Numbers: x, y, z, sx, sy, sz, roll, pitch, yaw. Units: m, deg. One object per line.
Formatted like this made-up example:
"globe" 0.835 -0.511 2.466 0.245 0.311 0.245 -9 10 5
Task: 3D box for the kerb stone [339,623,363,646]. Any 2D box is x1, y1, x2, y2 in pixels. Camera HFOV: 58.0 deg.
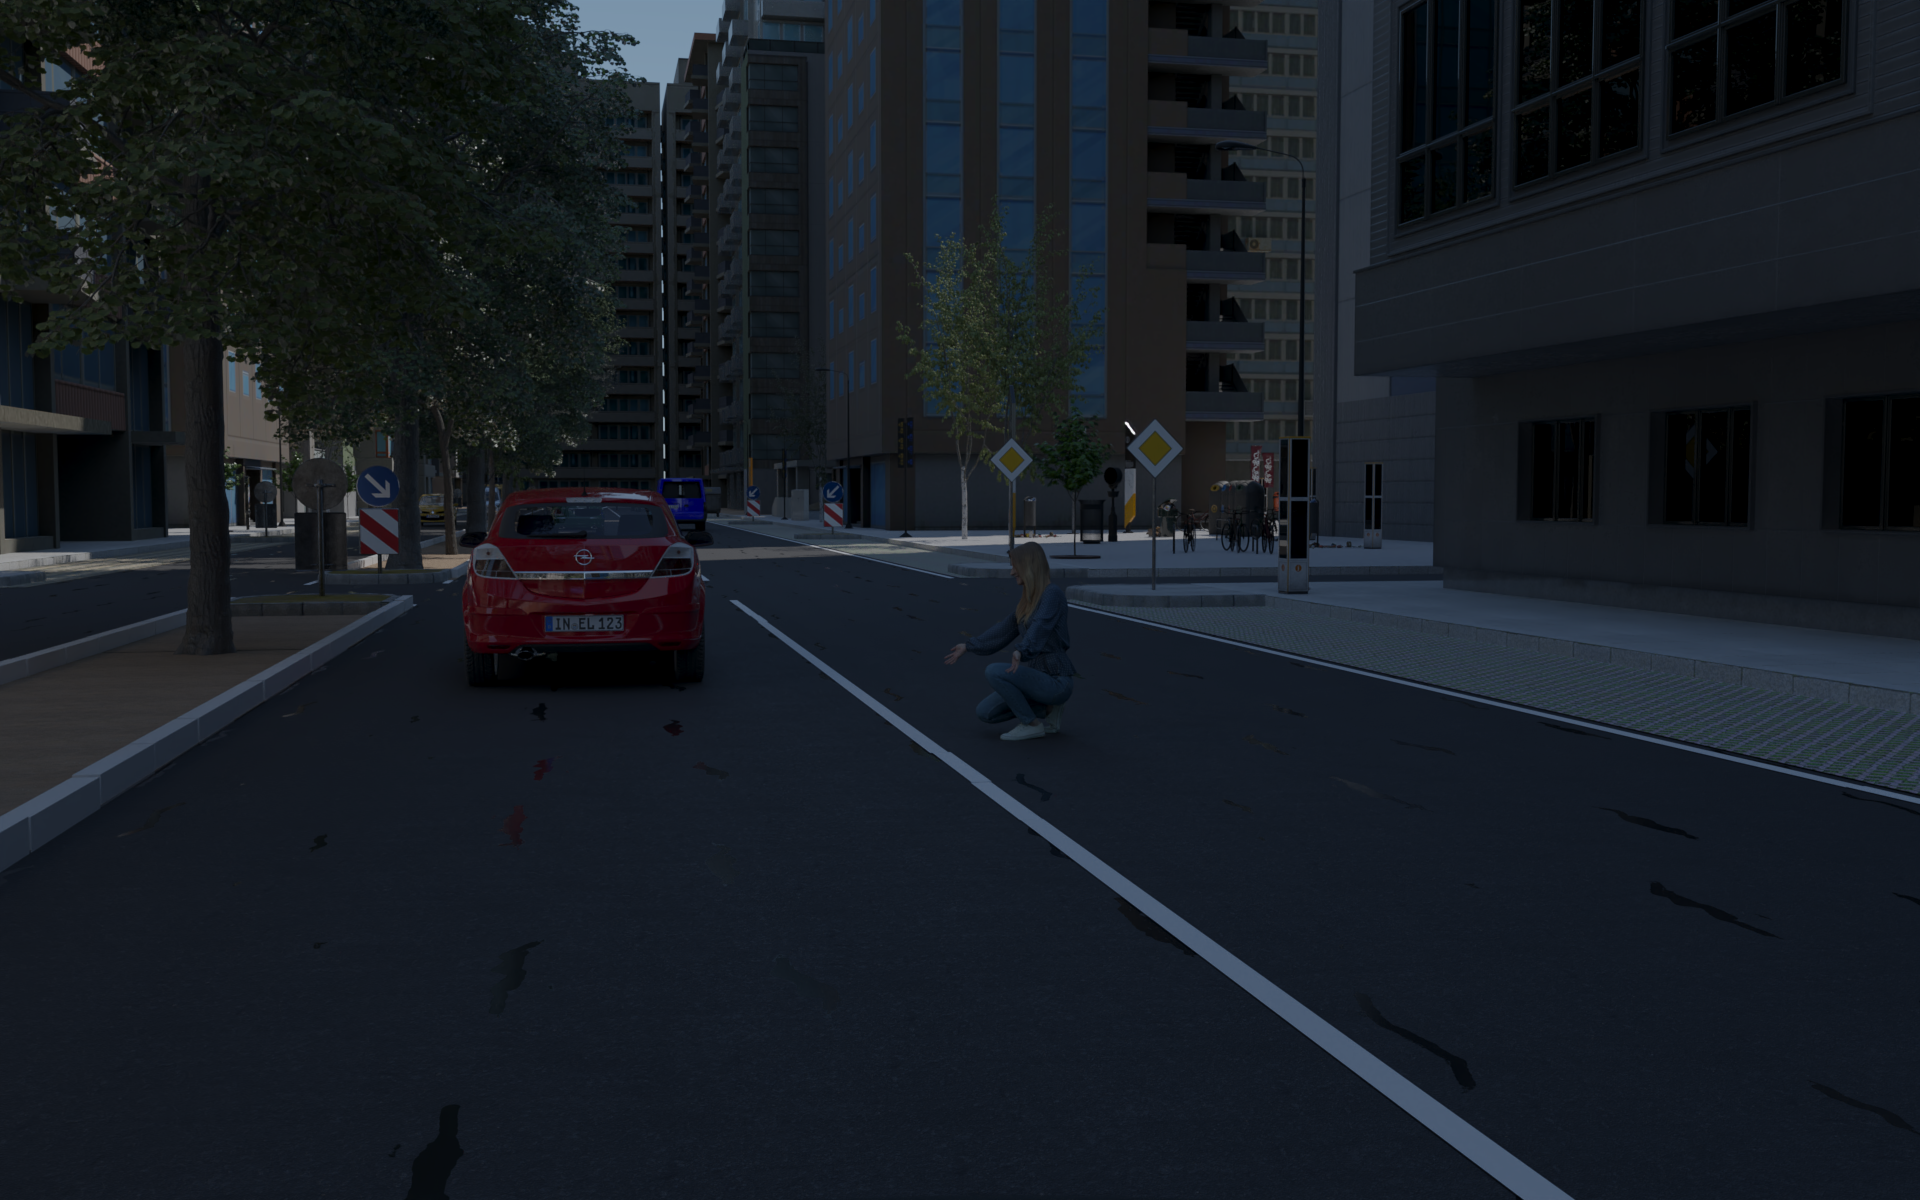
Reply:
"kerb stone" -5.818 0.356 16.433 0.120 0.150 1.000 -1 4 -12

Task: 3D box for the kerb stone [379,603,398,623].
"kerb stone" -6.458 0.173 19.439 0.120 0.150 1.000 -1 4 -12

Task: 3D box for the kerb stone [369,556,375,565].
"kerb stone" -11.847 -0.748 34.554 0.120 0.150 1.000 -1 4 -12

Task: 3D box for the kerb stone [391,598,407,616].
"kerb stone" -6.675 0.116 20.442 0.120 0.150 1.000 -1 4 -12

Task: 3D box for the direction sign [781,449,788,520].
"direction sign" -8.774 -5.784 86.564 0.379 3.537 0.876 0 4 6

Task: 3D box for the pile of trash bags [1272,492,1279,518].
"pile of trash bags" 13.951 -4.508 83.457 3.447 1.369 1.912 0 4 -1

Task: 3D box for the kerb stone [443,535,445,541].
"kerb stone" -15.487 -1.799 51.602 0.120 0.150 1.000 -1 4 -12

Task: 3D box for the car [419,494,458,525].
"car" -23.647 -4.150 78.076 2.015 1.641 3.980 -1 4 -13

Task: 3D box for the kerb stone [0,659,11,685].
"kerb stone" -7.232 0.562 13.000 0.120 0.150 1.000 -1 4 -12

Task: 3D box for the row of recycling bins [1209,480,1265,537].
"row of recycling bins" 8.552 -2.834 53.453 1.069 1.692 3.534 -1 4 -8

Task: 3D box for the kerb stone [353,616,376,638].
"kerb stone" -6.033 0.294 17.432 0.120 0.150 1.000 -1 4 -12

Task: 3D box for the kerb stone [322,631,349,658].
"kerb stone" -5.599 0.414 15.429 0.120 0.150 1.000 -1 4 -12

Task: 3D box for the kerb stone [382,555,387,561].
"kerb stone" -12.276 -0.879 36.565 0.120 0.150 1.000 -1 4 -12

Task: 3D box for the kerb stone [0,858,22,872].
"kerb stone" -3.661 0.966 6.395 0.120 0.150 1.000 -1 4 -12

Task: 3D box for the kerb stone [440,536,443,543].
"kerb stone" -15.283 -1.736 50.601 0.120 0.150 1.000 -1 4 -12

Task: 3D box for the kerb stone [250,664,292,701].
"kerb stone" -4.956 0.598 12.417 0.120 0.150 1.000 -1 4 -12

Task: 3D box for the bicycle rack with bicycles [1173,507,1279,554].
"bicycle rack with bicycles" 5.727 -1.511 38.089 2.852 0.926 2.925 0 4 8

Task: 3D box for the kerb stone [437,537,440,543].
"kerb stone" -15.069 -1.671 49.601 0.120 0.150 1.000 -1 4 -12

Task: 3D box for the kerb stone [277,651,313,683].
"kerb stone" -5.172 0.538 13.416 0.120 0.150 1.000 -1 4 -12

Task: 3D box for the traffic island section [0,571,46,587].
"traffic island section" -15.829 -0.313 27.404 2.009 0.180 2.903 -1 4 -12

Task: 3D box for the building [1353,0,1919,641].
"building" 14.909 -11.643 9.436 14.314 24.678 30.058 -1 4 -12

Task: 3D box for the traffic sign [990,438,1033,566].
"traffic sign" 0.914 -1.667 30.892 0.795 2.450 0.064 -1 4 -12

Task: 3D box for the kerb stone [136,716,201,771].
"kerb stone" -4.312 0.783 9.402 0.120 0.150 1.000 -1 4 -12

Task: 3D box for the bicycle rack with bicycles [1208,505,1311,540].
"bicycle rack with bicycles" 8.161 -2.073 47.284 2.852 0.926 2.925 0 4 -1

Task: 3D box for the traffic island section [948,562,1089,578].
"traffic island section" 0.935 -0.532 30.974 2.009 0.180 2.903 -1 4 -12

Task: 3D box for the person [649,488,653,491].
"person" -16.020 -4.933 89.998 0.563 1.720 0.643 -2 4 -31

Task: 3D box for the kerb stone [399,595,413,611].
"kerb stone" -6.885 0.046 21.445 0.120 0.150 1.000 -1 4 -12

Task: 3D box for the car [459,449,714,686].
"car" -3.122 -0.336 14.531 2.155 1.783 4.494 -1 4 -11

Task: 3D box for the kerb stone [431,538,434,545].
"kerb stone" -14.635 -1.554 47.598 0.120 0.150 1.000 -1 4 -12

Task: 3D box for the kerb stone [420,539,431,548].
"kerb stone" -14.417 -1.492 46.585 0.120 0.150 1.000 -1 4 -12

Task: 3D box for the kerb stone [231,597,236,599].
"kerb stone" -8.942 0.072 21.016 0.120 0.150 1.000 -1 4 -12

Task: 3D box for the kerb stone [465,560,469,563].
"kerb stone" -9.146 -0.596 31.995 0.120 0.150 1.000 -1 4 -12

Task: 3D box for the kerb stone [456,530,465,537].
"kerb stone" -17.208 -2.289 59.622 0.120 0.150 1.000 -1 4 -12

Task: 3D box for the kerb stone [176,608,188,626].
"kerb stone" -8.523 0.197 19.010 0.120 0.150 1.000 -1 4 -12

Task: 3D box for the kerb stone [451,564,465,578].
"kerb stone" -8.721 -0.476 29.986 0.120 0.150 1.000 -1 4 -12

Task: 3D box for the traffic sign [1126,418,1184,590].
"traffic sign" 2.586 -1.189 23.084 0.795 2.450 0.064 -1 4 -12

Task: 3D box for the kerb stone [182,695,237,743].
"kerb stone" -4.526 0.721 10.408 0.120 0.150 1.000 -1 4 -12

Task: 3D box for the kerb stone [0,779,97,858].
"kerb stone" -3.874 0.912 7.395 0.120 0.150 1.000 -1 4 -12

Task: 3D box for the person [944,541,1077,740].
"person" 0.338 0.236 10.138 0.738 1.151 1.012 0 4 -8

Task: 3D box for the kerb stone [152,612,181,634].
"kerb stone" -8.301 0.256 18.005 0.120 0.150 1.000 -1 4 -12

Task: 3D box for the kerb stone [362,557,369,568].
"kerb stone" -11.629 -0.695 33.555 0.120 0.150 1.000 -1 4 -12

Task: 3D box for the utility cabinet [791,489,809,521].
"utility cabinet" -7.678 -4.547 83.029 0.318 1.500 1.173 -2 4 -35

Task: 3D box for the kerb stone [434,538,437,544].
"kerb stone" -14.851 -1.613 48.602 0.120 0.150 1.000 -1 4 -12

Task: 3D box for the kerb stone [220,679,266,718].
"kerb stone" -4.747 0.663 11.411 0.120 0.150 1.000 -1 4 -12

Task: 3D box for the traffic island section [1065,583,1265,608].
"traffic island section" 2.607 -0.054 23.166 2.009 0.180 2.903 -1 4 -12

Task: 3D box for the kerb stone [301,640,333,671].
"kerb stone" -5.385 0.475 14.426 0.120 0.150 1.000 -1 4 -12

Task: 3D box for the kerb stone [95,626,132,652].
"kerb stone" -7.874 0.379 16.006 0.120 0.150 1.000 -1 4 -12

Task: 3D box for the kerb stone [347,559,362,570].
"kerb stone" -11.417 -0.633 32.550 0.120 0.150 1.000 -1 4 -12

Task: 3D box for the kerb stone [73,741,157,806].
"kerb stone" -4.095 0.844 8.403 0.120 0.150 1.000 -1 4 -12

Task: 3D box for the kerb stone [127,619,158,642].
"kerb stone" -8.090 0.319 17.005 0.120 0.150 1.000 -1 4 -12

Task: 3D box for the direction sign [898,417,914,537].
"direction sign" -1.612 -3.637 51.464 0.379 3.537 0.876 -2 4 -32

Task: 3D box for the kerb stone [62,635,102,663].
"kerb stone" -7.660 0.443 15.007 0.120 0.150 1.000 -1 4 -12

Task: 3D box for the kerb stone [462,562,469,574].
"kerb stone" -8.928 -0.538 30.990 0.120 0.150 1.000 -1 4 -12

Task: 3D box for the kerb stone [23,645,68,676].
"kerb stone" -7.446 0.504 14.006 0.120 0.150 1.000 -1 4 -12

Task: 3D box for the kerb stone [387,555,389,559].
"kerb stone" -12.493 -0.940 37.564 0.120 0.150 1.000 -1 4 -12

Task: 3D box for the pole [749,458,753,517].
"pole" -11.788 -6.342 97.538 0.158 3.312 0.155 0 3 0

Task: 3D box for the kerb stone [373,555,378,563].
"kerb stone" -12.060 -0.818 35.565 0.120 0.150 1.000 -1 4 -12

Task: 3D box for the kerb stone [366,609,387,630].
"kerb stone" -6.249 0.230 18.438 0.120 0.150 1.000 -1 4 -12
